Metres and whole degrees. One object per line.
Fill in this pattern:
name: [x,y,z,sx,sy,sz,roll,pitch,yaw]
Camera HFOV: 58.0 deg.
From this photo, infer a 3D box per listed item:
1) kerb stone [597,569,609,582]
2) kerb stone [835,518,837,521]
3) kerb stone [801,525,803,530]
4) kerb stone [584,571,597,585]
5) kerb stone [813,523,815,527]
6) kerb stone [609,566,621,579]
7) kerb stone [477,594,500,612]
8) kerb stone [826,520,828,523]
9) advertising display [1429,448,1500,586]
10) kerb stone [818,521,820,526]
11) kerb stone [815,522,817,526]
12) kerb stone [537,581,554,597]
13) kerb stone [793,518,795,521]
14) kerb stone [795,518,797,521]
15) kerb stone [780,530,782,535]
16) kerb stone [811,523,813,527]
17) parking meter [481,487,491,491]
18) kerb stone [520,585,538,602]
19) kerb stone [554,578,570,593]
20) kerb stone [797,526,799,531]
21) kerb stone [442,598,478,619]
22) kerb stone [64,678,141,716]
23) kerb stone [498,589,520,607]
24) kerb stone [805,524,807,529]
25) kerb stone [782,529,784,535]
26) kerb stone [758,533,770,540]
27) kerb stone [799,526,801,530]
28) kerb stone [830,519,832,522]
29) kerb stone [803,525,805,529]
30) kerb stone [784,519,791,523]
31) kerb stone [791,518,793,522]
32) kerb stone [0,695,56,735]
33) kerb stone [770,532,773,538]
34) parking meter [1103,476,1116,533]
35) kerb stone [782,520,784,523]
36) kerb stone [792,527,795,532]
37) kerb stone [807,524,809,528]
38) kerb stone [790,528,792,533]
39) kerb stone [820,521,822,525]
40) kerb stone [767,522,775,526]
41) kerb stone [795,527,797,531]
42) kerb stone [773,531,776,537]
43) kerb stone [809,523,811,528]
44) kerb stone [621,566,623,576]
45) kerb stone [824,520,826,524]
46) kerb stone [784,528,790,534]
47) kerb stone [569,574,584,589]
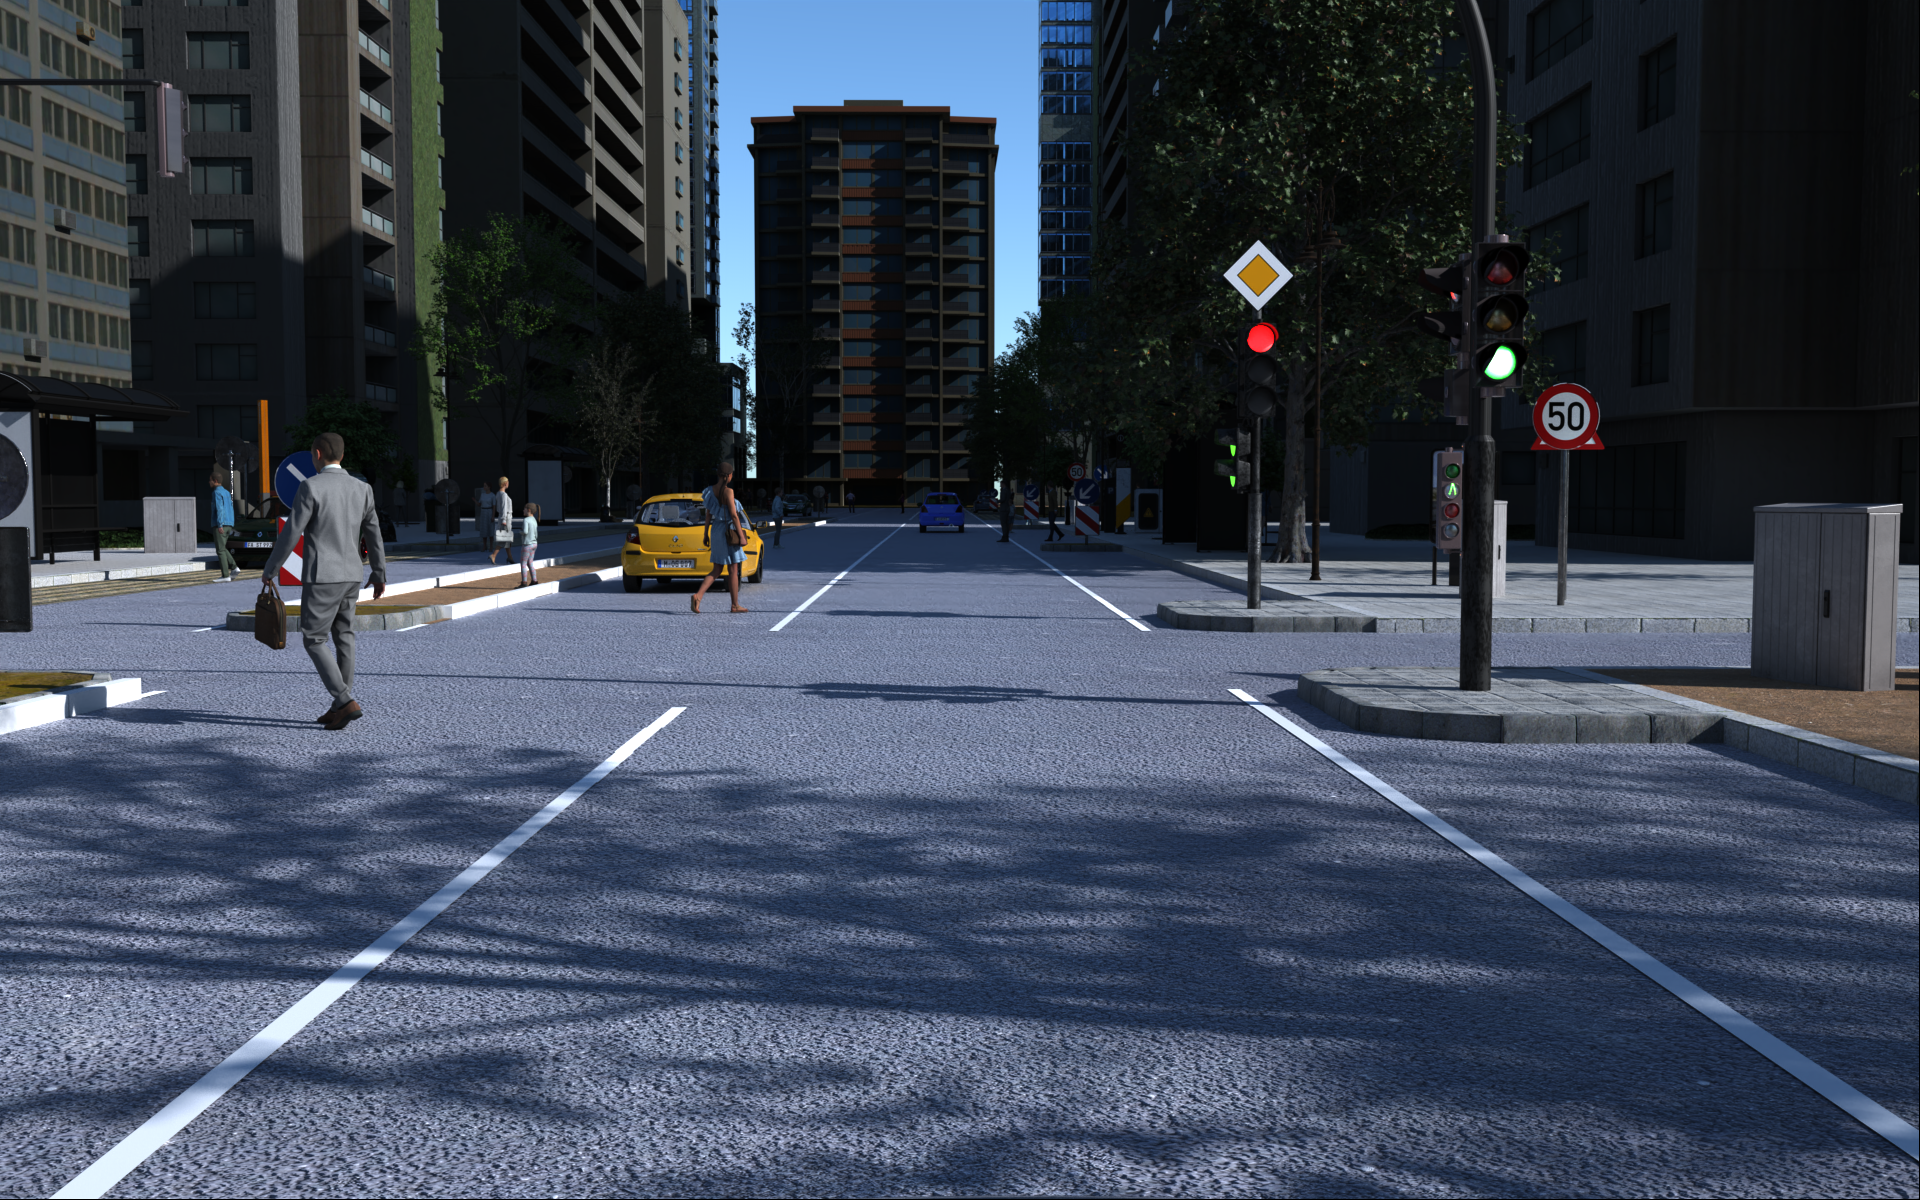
kerb stone: [-5.973,-0.384,28.514,0.120,0.150,1.000,0,4,-1]
kerb stone: [-6.622,-4.147,90.006,0.120,0.150,1.000,0,4,-1]
kerb stone: [-6.396,-2.827,68.492,0.120,0.150,1.000,0,4,-1]
kerb stone: [-5.960,-0.324,27.492,0.120,0.150,1.000,0,4,-1]
kerb stone: [-6.465,-3.207,74.633,0.120,0.150,1.000,0,4,-1]
kerb stone: [-5.986,-0.449,29.544,0.120,0.150,1.000,0,4,-1]
kerb stone: [-5.895,0.053,21.347,0.120,0.150,1.000,0,4,-1]
kerb stone: [-6.549,-3.708,82.826,0.120,0.150,1.000,0,4,-1]
advertising display: [7.018,-1.156,24.122,0.974,1.923,0.123,3,5,40]
kerb stone: [-6.496,-3.395,77.705,0.120,0.150,1.000,0,4,-1]
kerb stone: [-6.474,-3.267,75.658,0.120,0.150,1.000,0,4,-1]
kerb stone: [-5.933,-0.136,24.416,0.120,0.150,1.000,0,4,-1]
kerb stone: [-8.717,-4.087,89.013,0.120,0.150,1.000,0,4,-1]
kerb stone: [-8.725,-4.148,90.036,0.120,0.150,1.000,0,4,-1]
kerb stone: [-6.297,-2.268,59.271,0.120,0.150,1.000,0,4,-1]
kerb stone: [-6.454,-3.145,73.611,0.120,0.150,1.000,0,4,-1]
parking meter: [-16.893,-3.263,61.767,0.372,1.533,0.369,0,3,0]
kerb stone: [-5.913,-0.073,23.391,0.120,0.150,1.000,0,4,-1]
kerb stone: [-5.932,-0.195,25.438,0.120,0.150,1.000,0,4,-1]
kerb stone: [-6.367,-2.706,66.439,0.120,0.150,1.000,0,4,-1]
kerb stone: [-5.876,0.114,20.325,0.120,0.150,1.000,0,4,-1]
kerb stone: [-5.790,0.652,11.631,0.120,0.150,1.000,0,4,-1]
kerb stone: [-5.895,-0.011,22.369,0.120,0.150,1.000,0,4,-1]
kerb stone: [-6.421,-2.957,70.538,0.120,0.150,1.000,0,4,-1]
kerb stone: [-6.310,-2.330,60.294,0.120,0.150,1.000,0,4,-1]
kerb stone: [-6.254,-2.016,55.171,0.120,0.150,1.000,0,4,-1]
kerb stone: [-6.392,-2.769,67.464,0.120,0.150,1.000,0,4,-1]
kerb stone: [-6.585,-3.897,85.913,0.120,0.150,1.000,0,4,-1]
kerb stone: [-6.411,-2.892,69.514,0.120,0.150,1.000,0,4,-1]
kerb stone: [-8.695,-3.953,86.950,0.120,0.150,1.000,0,4,-1]
kerb stone: [-8.698,-4.015,87.979,0.120,0.150,1.000,0,4,-1]
kerb stone: [-5.775,0.712,10.609,0.120,0.150,1.000,0,4,-1]
kerb stone: [-6.260,-2.080,56.202,0.120,0.150,1.000,0,4,-1]
parking meter: [4.949,-3.161,57.390,0.399,1.863,0.255,0,4,-8]
kerb stone: [-8.657,-3.710,82.850,0.120,0.150,1.000,0,4,-1]
kerb stone: [-6.348,-2.580,64.386,0.120,0.150,1.000,0,4,-1]
kerb stone: [-6.426,-3.019,71.560,0.120,0.150,1.000,0,4,-1]
kerb stone: [-6.343,-2.518,63.362,0.120,0.150,1.000,0,4,-1]
kerb stone: [-6.502,-3.458,78.737,0.120,0.150,1.000,0,4,-1]
kerb stone: [-8.607,-3.458,78.755,0.120,0.150,1.000,0,4,-1]
kerb stone: [-6.361,-2.643,65.414,0.120,0.150,1.000,0,4,-1]
kerb stone: [-6.276,-2.143,57.226,0.120,0.150,1.000,0,4,-1]
kerb stone: [-6.440,-3.078,72.589,0.120,0.150,1.000,0,4,-1]
kerb stone: [-5.987,-0.511,30.573,0.120,0.150,1.000,0,4,-1]
kerb stone: [-6.539,-3.643,81.804,0.120,0.150,1.000,0,4,-1]
kerb stone: [-6.327,-2.455,62.340,0.120,0.150,1.000,0,4,-1]
kerb stone: [-5.953,-0.261,26.460,0.120,0.150,1.000,0,4,-1]
